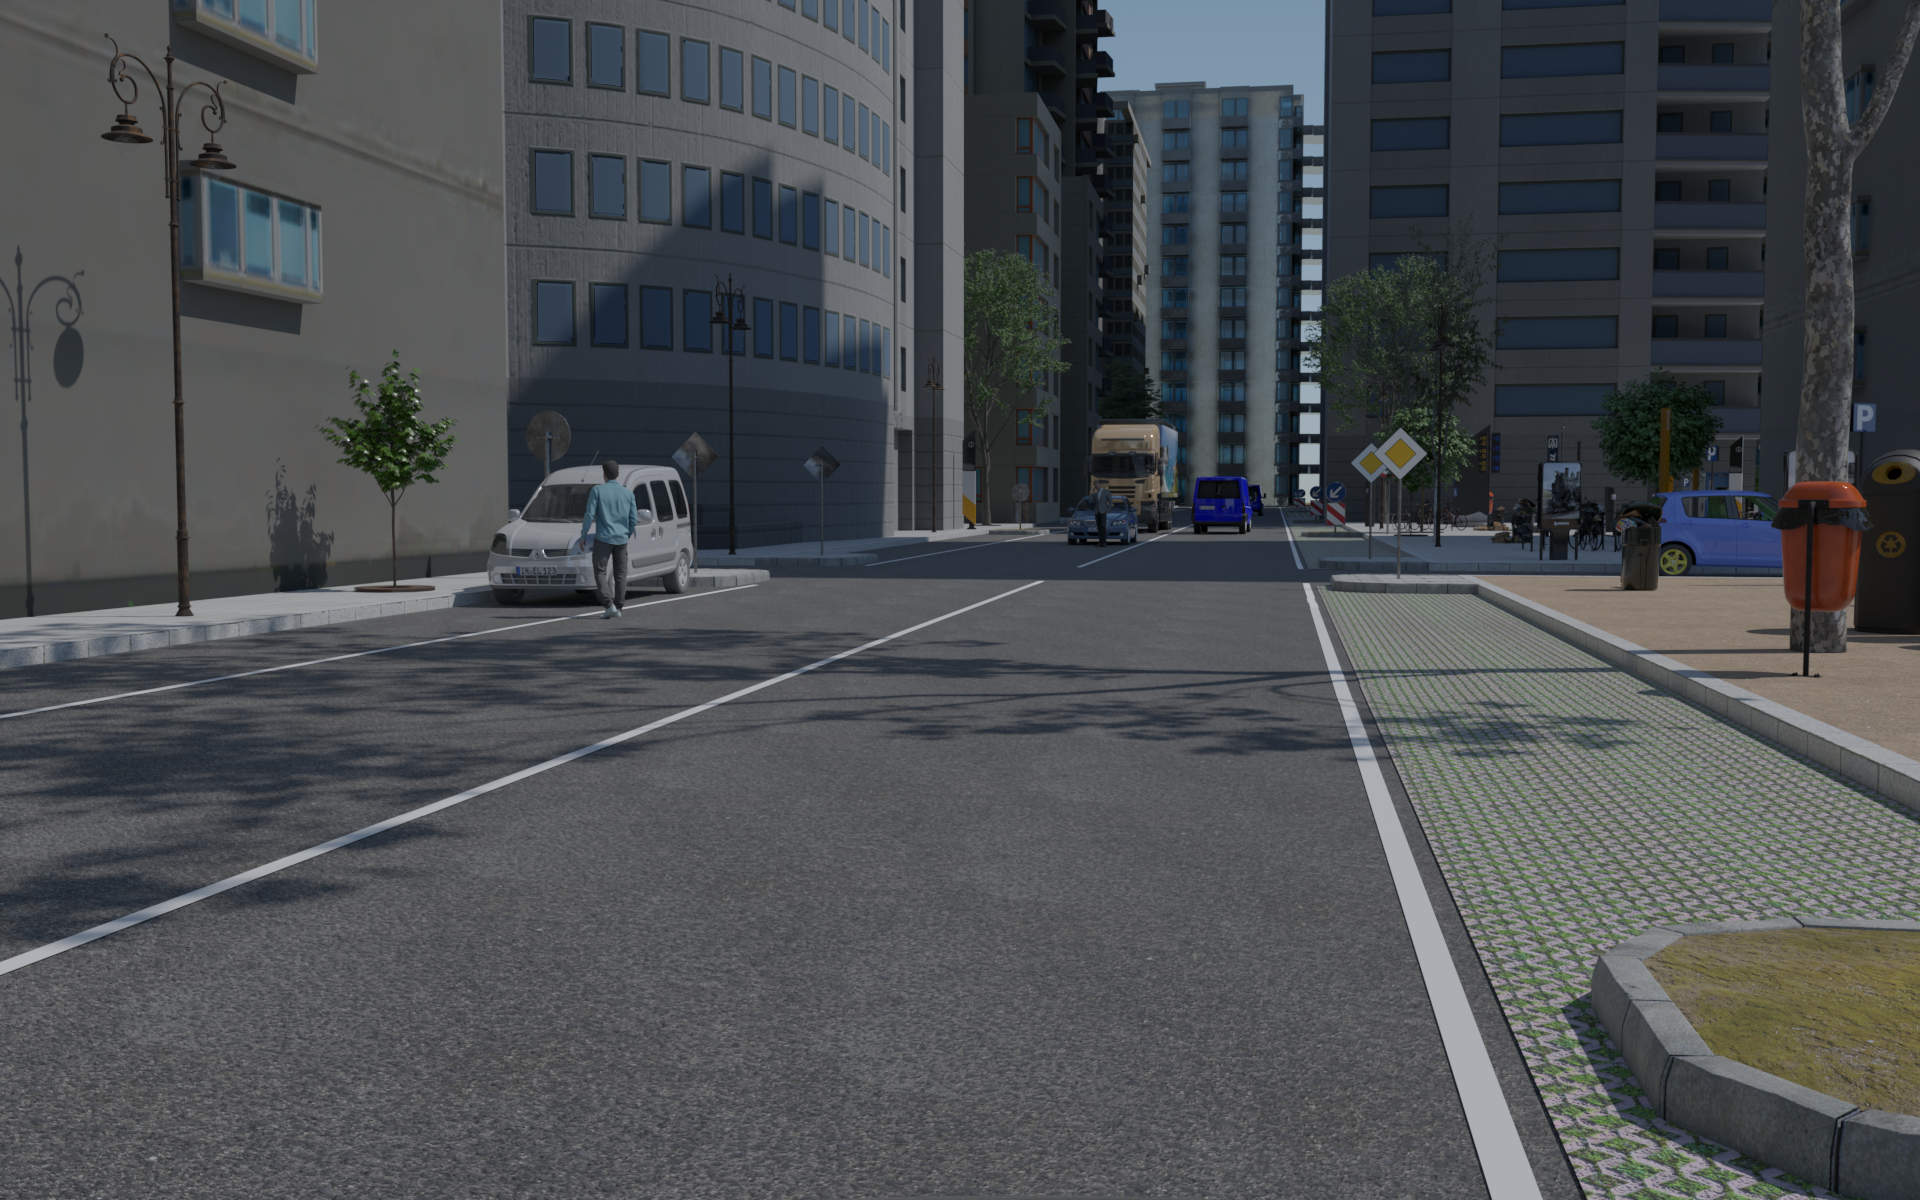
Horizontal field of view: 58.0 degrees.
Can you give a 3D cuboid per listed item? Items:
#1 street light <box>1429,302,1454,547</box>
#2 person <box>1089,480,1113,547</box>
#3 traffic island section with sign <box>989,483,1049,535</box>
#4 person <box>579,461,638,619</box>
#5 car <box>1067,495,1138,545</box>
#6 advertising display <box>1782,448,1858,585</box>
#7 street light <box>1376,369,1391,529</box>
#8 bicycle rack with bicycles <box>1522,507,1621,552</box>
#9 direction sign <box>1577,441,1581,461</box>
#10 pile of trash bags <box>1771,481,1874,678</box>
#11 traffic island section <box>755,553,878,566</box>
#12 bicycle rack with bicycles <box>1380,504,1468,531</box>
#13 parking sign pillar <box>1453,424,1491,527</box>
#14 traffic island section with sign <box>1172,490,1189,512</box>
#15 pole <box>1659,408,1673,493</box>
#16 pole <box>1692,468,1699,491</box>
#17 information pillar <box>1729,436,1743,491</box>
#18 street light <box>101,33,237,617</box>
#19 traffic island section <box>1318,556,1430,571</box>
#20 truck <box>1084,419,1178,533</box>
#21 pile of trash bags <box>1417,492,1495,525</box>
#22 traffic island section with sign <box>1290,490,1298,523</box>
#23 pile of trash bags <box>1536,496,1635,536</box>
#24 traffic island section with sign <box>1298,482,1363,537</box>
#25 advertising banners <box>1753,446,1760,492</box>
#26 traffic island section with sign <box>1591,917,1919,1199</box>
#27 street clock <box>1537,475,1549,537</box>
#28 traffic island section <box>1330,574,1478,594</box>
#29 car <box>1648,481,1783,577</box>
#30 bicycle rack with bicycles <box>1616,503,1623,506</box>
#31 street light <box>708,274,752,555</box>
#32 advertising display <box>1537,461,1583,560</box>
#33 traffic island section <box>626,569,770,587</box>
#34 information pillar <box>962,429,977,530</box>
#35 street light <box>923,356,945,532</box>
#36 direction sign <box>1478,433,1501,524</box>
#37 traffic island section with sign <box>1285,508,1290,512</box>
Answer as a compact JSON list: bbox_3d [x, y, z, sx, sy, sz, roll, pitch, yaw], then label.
[{"bbox_3d":[11.613,-4.227,41.906,0.468,5.910,1.993,1,4,10],"label":"street light"},{"bbox_3d":[3.816,-2.339,46.923,0.473,1.802,0.592,-3,5,-40],"label":"person"},{"bbox_3d":[2.151,-3.252,61.804,1.989,1.847,2.006,1,4,10],"label":"traffic island section with sign"},{"bbox_3d":[-4.047,-0.707,20.073,0.660,1.820,0.620,-3,4,-36],"label":"person"},{"bbox_3d":[4.179,-2.341,50.283,2.014,1.417,4.499,1,4,10],"label":"car"},{"bbox_3d":[12.084,-1.172,24.370,0.974,1.923,0.123,0,4,4],"label":"advertising display"},{"bbox_3d":[15.642,-5.581,64.040,0.468,5.910,1.993,1,4,10],"label":"street light"},{"bbox_3d":[13.918,-1.585,39.291,2.852,0.926,2.925,1,4,13],"label":"bicycle rack with bicycles"},{"bbox_3d":[26.476,-5.027,74.182,0.379,3.537,0.876,1,4,13],"label":"direction sign"},{"bbox_3d":[7.155,-0.100,11.384,3.447,1.369,1.912,3,5,42],"label":"pile of trash bags"},{"bbox_3d":[-2.888,-0.840,36.010,2.009,0.180,2.903,1,4,10],"label":"traffic island section"},{"bbox_3d":[16.165,-2.933,61.335,2.852,0.926,2.925,-1,4,-19],"label":"bicycle rack with bicycles"},{"bbox_3d":[19.804,-4.806,67.050,1.447,3.967,1.447,0,4,-8],"label":"parking sign pillar"},{"bbox_3d":[20.538,-9.429,162.784,1.989,1.847,2.006,1,4,10],"label":"traffic island section with sign"},{"bbox_3d":[16.726,-2.893,41.136,0.158,3.312,0.155,0,3,0],"label":"pole"},{"bbox_3d":[22.286,-3.586,52.472,0.158,3.312,0.155,0,3,0],"label":"pole"},{"bbox_3d":[31.128,-4.777,69.462,0.504,3.616,0.183,2,4,35],"label":"information pillar"},{"bbox_3d":[-8.148,-2.766,18.018,0.468,5.910,1.993,1,4,10],"label":"street light"},{"bbox_3d":[8.073,-0.718,34.016,2.009,0.180,2.903,1,4,10],"label":"traffic island section"},{"bbox_3d":[6.780,-4.774,66.962,2.839,4.237,11.283,1,4,11],"label":"truck"},{"bbox_3d":[20.984,-3.878,73.153,1.912,1.369,3.447,-3,5,-42],"label":"pile of trash bags"},{"bbox_3d":[17.351,-4.666,84.912,1.989,1.847,2.006,1,4,10],"label":"traffic island section with sign"},{"bbox_3d":[19.931,-2.758,54.841,3.447,1.369,1.912,3,5,42],"label":"pile of trash bags"},{"bbox_3d":[12.493,-3.033,58.217,1.989,1.847,2.006,1,4,10],"label":"traffic island section with sign"},{"bbox_3d":[29.343,-4.058,62.541,2.074,3.025,0.090,-3,4,-37],"label":"advertising banners"},{"bbox_3d":[2.654,0.273,4.159,1.989,1.847,2.006,1,4,10],"label":"traffic island section with sign"},{"bbox_3d":[17.523,-2.890,51.823,0.471,2.002,0.358,0,3,0],"label":"street clock"},{"bbox_3d":[6.642,-0.237,26.160,2.009,0.180,2.903,1,4,10],"label":"traffic island section"},{"bbox_3d":[13.400,-1.224,29.601,3.694,1.707,1.945,1,4,11],"label":"car"},{"bbox_3d":[28.000,-3.552,71.459,2.852,0.926,2.925,3,4,36],"label":"bicycle rack with bicycles"},{"bbox_3d":[-4.818,-3.895,36.474,0.468,5.910,1.993,1,4,10],"label":"street light"},{"bbox_3d":[11.634,-1.737,33.611,0.974,1.923,0.123,-1,4,-21],"label":"advertising display"},{"bbox_3d":[-4.319,-0.359,28.154,2.009,0.180,2.903,1,4,10],"label":"traffic island section"},{"bbox_3d":[0.341,-4.358,62.615,0.504,3.616,0.183,1,4,11],"label":"information pillar"},{"bbox_3d":[-0.869,-5.205,57.893,0.468,5.910,1.993,1,4,10],"label":"street light"},{"bbox_3d":[19.599,-4.415,64.178,0.876,3.537,0.379,3,5,45],"label":"direction sign"},{"bbox_3d":[26.376,-7.695,134.440,1.989,1.847,2.006,1,4,10],"label":"traffic island section with sign"}]
